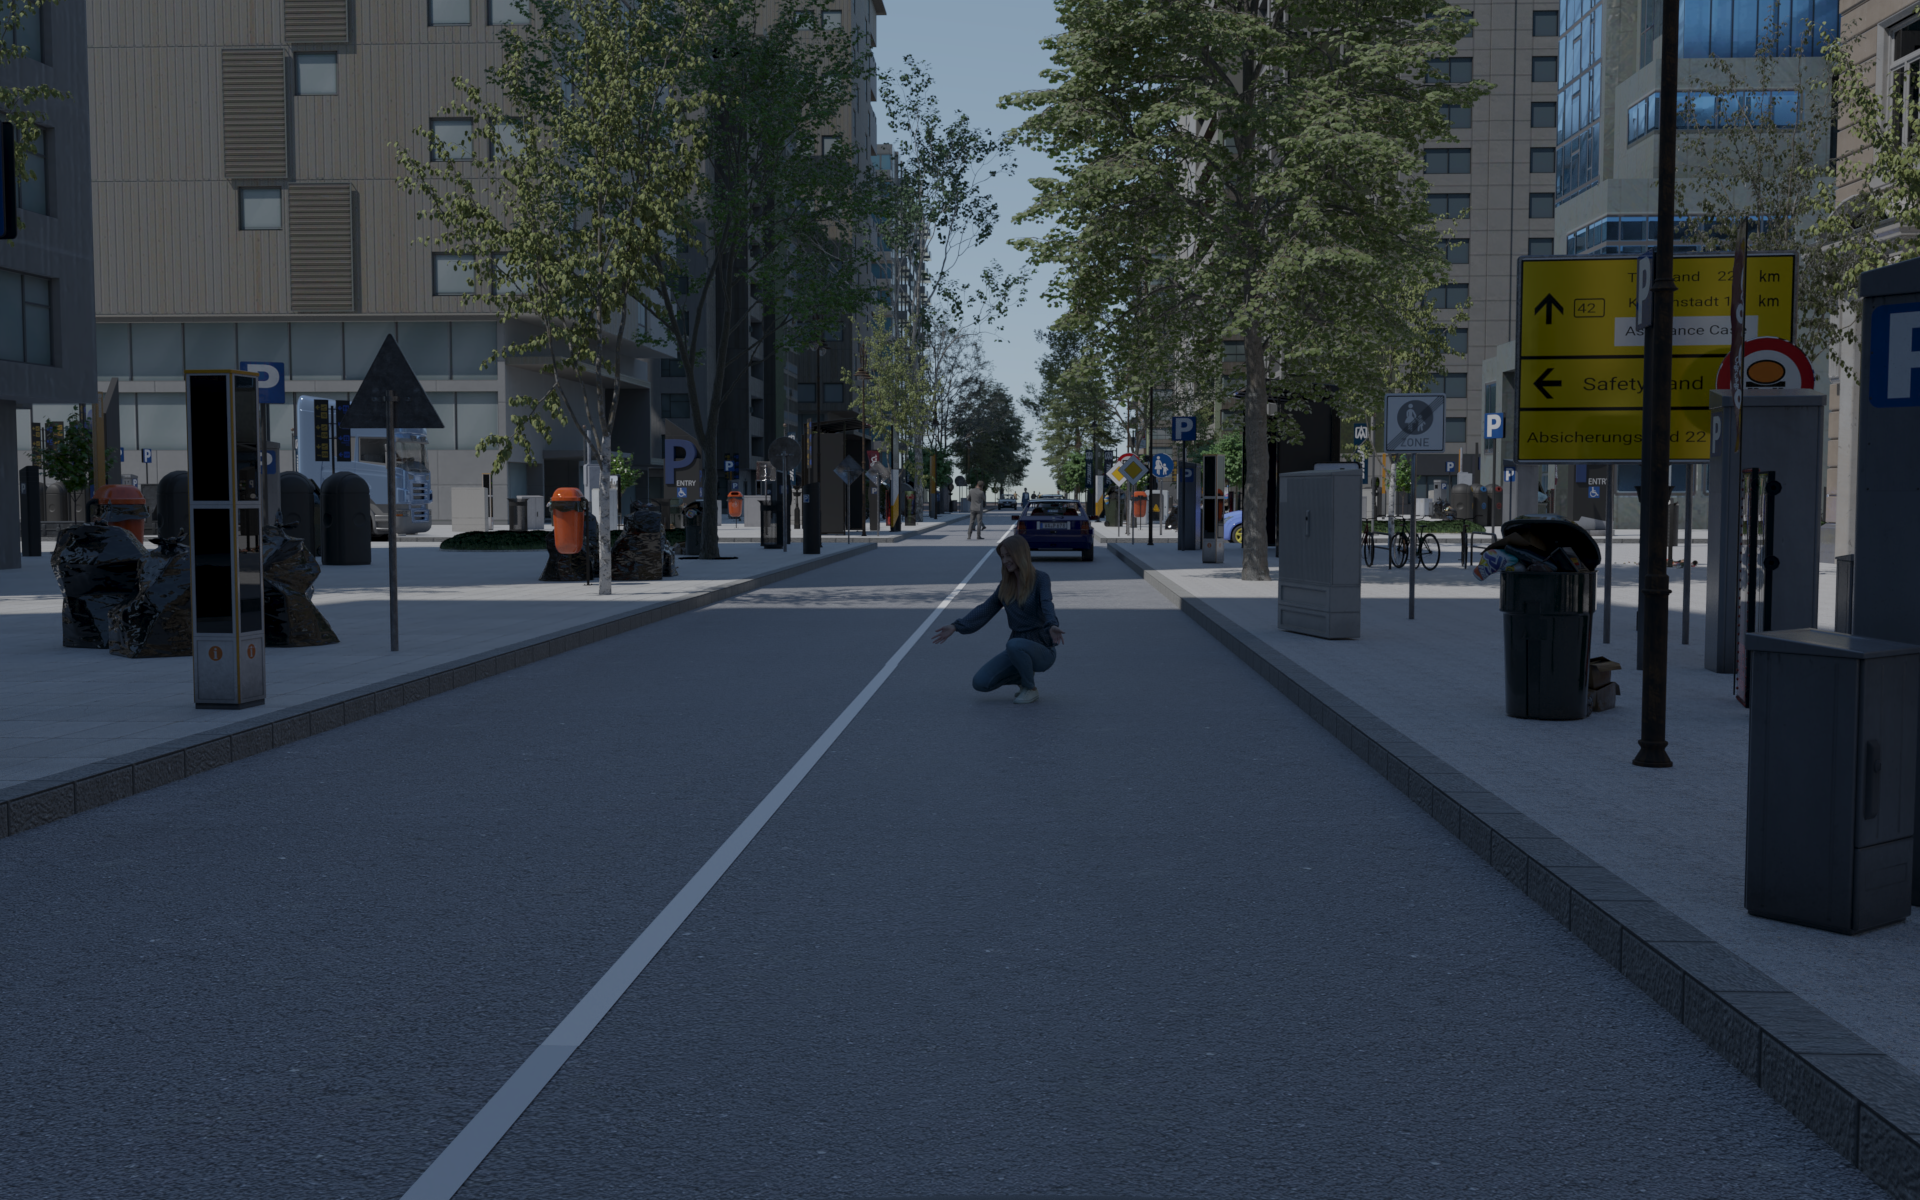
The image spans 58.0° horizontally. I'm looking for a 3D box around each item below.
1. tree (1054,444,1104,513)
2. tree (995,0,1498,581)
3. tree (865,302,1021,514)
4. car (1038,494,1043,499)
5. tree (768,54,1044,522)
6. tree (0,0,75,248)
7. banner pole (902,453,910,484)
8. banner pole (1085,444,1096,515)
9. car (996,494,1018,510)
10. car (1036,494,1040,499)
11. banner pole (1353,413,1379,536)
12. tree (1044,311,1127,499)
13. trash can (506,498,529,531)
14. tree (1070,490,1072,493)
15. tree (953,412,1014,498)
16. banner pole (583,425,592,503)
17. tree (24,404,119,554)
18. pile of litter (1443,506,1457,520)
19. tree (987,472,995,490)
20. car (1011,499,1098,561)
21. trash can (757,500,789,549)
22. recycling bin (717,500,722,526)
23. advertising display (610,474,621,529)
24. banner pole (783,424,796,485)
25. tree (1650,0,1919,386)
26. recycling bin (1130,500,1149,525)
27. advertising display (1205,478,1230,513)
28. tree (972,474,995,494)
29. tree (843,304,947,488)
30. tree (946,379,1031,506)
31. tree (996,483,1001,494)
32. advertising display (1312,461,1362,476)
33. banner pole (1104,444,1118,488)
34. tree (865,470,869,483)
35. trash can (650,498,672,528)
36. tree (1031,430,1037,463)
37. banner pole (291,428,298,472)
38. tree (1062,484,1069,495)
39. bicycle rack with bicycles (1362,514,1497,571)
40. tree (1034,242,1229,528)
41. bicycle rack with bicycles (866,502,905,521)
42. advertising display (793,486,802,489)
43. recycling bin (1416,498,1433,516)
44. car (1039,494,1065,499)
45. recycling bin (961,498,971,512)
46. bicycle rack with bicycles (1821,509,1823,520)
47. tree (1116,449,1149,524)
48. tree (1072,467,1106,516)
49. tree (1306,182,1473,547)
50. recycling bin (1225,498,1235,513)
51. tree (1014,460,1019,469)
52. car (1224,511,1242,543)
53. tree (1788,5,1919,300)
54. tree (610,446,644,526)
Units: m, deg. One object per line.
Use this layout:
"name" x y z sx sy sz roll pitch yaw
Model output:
"tree" 8.264 -7.939 113.509 4.285 4.588 4.351 0 3 0
"tree" 4.061 -6.545 25.136 7.486 12.596 7.792 0 3 0
"tree" -1.321 -12.312 111.668 12.009 13.543 11.850 0 3 0
"car" 7.906 -9.143 159.716 2.015 1.641 3.980 0 4 3
"tree" -2.787 -13.561 77.612 12.611 20.169 13.585 0 3 0
"tree" -12.819 -4.307 20.786 4.737 8.622 4.395 0 3 0
"banner pole" -3.277 -7.122 106.459 0.863 3.779 0.401 1 4 13
"banner pole" 6.557 -5.879 86.135 0.863 3.779 0.401 -2 4 -30
"car" 4.297 -8.990 156.777 2.009 1.686 4.222 0 4 2
"car" 12.633 -15.749 267.289 2.009 1.686 4.222 0 4 3
"banner pole" 12.574 -3.892 53.648 0.863 3.779 0.401 2 4 26
"tree" 12.569 -19.653 177.208 12.611 20.169 13.585 0 3 0
"trash can" -14.776 -2.830 57.932 0.748 1.137 0.748 0 3 0
"tree" 11.754 -10.569 167.410 1.663 3.219 1.824 0 3 0
"tree" 1.530 -12.252 150.683 4.360 8.622 3.978 0 3 0
"banner pole" -13.610 -4.481 63.289 0.401 3.779 0.863 1 4 10
"tree" -18.893 -2.607 37.219 1.663 3.219 1.824 0 3 0
"pile of litter" 17.641 -2.898 61.341 1.719 0.858 1.176 -3 5 -44
"tree" 1.789 -11.973 179.476 4.285 4.588 4.351 0 3 0
"car" 2.088 -1.570 38.246 1.945 1.354 3.894 0 4 4
"trash can" -4.375 -1.769 40.584 0.748 1.137 0.748 0 3 0
"recycling bin" -10.021 -3.489 69.606 0.722 1.027 0.722 -1 4 -23
"advertising display" -11.446 -3.157 56.837 0.974 1.923 0.123 3 5 44
"banner pole" -6.054 -4.363 61.351 0.401 3.779 0.863 -3 5 -41
"tree" 12.748 -4.678 26.850 4.360 8.622 3.978 0 3 0
"recycling bin" 7.434 -3.629 71.896 0.722 1.027 0.722 1 4 13
"advertising display" 10.522 -4.011 70.798 0.974 1.923 0.123 1 4 21
"tree" 2.117 -10.586 167.685 1.663 3.219 1.824 0 3 0
"tree" -2.530 -7.067 65.908 4.737 8.622 4.395 0 3 0
"tree" 2.615 -17.405 191.228 9.857 13.997 8.962 0 3 0
"tree" 4.752 -14.847 237.343 1.663 3.219 1.824 0 3 0
"advertising display" 7.447 -1.777 34.274 0.974 1.923 0.123 2 4 29
"banner pole" 7.571 -5.894 86.377 0.863 3.779 0.401 0 4 -2
"tree" -6.721 -7.689 120.318 1.663 3.219 1.824 0 3 0
"trash can" -9.718 -2.729 56.272 0.748 1.137 0.748 0 3 0
"tree" 6.228 -21.313 255.115 9.857 13.997 8.962 0 3 0
"banner pole" -25.073 -4.616 65.481 0.863 3.779 0.401 3 5 40
"tree" 13.216 -13.184 210.161 1.663 3.219 1.824 0 3 0
"bicycle rack with bicycles" 8.099 -1.021 30.075 2.852 0.926 2.925 0 4 5
"tree" 6.397 -7.991 65.062 8.767 10.594 7.601 2 4 28
"bicycle rack with bicycles" -3.996 -4.256 82.969 2.852 0.926 2.925 -3 5 -42
"advertising display" -9.731 -6.096 104.875 0.974 1.923 0.123 1 4 20
"recycling bin" 26.783 -5.348 100.000 0.722 1.027 0.722 -2 4 -31
"car" 4.815 -4.954 90.780 2.009 1.686 4.222 0 4 2
"recycling bin" 0.528 -6.683 121.825 0.722 1.027 0.722 3 5 40
"bicycle rack with bicycles" 29.987 -2.848 59.955 2.925 0.926 2.852 -2 4 -34
"tree" 7.403 -4.825 73.485 1.663 3.219 1.824 0 3 0
"tree" 7.820 -6.468 100.359 1.663 3.219 1.824 0 3 0
"tree" 10.403 -5.590 41.761 4.737 8.622 4.395 0 3 0
"recycling bin" 17.420 -6.112 112.487 0.722 1.027 0.722 3 5 39
"tree" 5.802 -17.895 242.947 4.360 8.622 3.978 0 3 0
"car" 8.881 -2.356 48.118 3.694 1.707 1.945 0 4 2
"tree" 12.068 -4.262 20.047 4.737 8.622 4.395 0 3 0
"tree" -13.737 -4.578 69.452 1.663 3.219 1.824 0 3 0
